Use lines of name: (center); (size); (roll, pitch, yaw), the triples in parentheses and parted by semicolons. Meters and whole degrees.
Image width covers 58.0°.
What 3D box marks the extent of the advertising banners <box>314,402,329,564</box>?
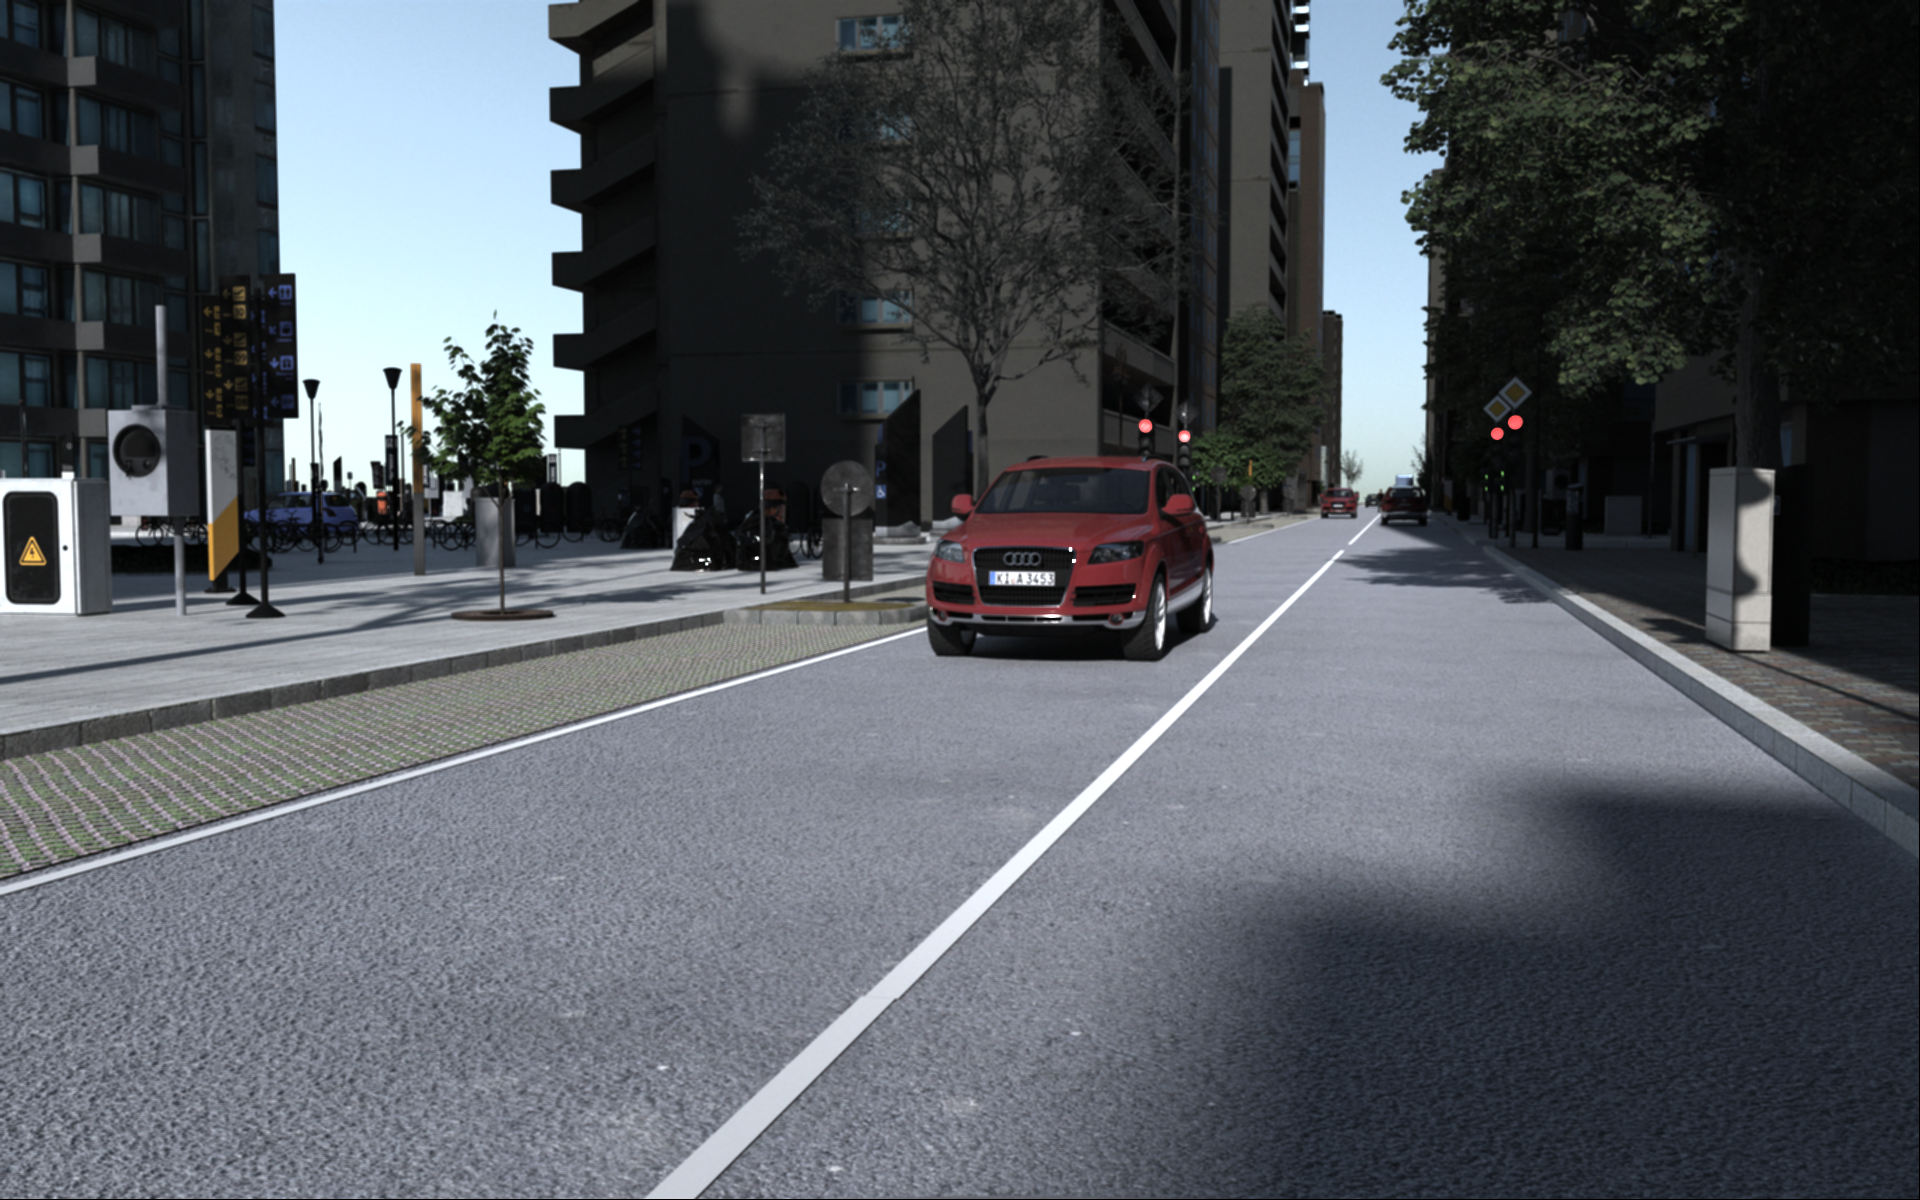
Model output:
advertising banners: (-12.042, -2.227, 32.605); (0.090, 3.025, 2.074); (-1, 4, -18)

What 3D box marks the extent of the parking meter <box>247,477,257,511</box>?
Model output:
parking meter: (-24.662, -3.343, 60.364); (0.255, 1.863, 0.399); (-1, 4, -16)

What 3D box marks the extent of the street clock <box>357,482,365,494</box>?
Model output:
street clock: (-35.149, -5.940, 101.690); (0.471, 2.002, 0.358); (-1, 4, -21)

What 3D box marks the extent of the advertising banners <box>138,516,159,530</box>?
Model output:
advertising banners: (-28.949, -3.991, 61.439); (0.090, 3.025, 2.074); (0, 4, -1)

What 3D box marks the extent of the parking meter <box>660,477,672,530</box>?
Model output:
parking meter: (-9.962, -3.243, 58.734); (0.399, 1.863, 0.255); (-1, 4, -16)

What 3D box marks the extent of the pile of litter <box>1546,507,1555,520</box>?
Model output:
pile of litter: (22.004, -3.172, 65.825); (1.719, 0.858, 1.176); (1, 4, 10)

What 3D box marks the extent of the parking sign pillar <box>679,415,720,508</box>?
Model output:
parking sign pillar: (-8.790, -4.282, 58.487); (1.447, 3.967, 1.447); (1, 4, 13)

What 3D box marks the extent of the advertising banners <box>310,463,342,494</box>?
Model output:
advertising banners: (-35.750, -6.228, 98.014); (0.090, 3.025, 2.074); (3, 5, 45)

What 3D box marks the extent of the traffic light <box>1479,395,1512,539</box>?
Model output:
traffic light: (15.181, -3.681, 49.108); (0.839, 4.253, 0.868); (1, 4, 14)

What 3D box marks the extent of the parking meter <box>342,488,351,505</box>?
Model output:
parking meter: (-27.478, -4.228, 77.542); (0.372, 1.533, 0.369); (0, 3, 0)

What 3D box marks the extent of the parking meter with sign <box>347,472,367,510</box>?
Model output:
parking meter with sign: (-47.783, -8.659, 137.839); (1.738, 3.016, 0.543); (1, 4, 12)

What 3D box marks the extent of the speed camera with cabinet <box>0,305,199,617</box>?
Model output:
speed camera with cabinet: (-9.103, -1.461, 18.227); (2.038, 3.252, 0.660); (1, 4, 11)

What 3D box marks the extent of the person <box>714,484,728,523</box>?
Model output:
person: (-7.086, -2.532, 50.655); (0.466, 1.731, 0.760); (3, 5, 39)

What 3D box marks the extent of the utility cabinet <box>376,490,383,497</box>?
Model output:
utility cabinet: (-33.311, -5.549, 99.403); (0.318, 1.500, 1.173); (-1, 4, -22)

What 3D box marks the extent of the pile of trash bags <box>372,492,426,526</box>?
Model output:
pile of trash bags: (-23.513, -3.807, 71.994); (1.912, 1.369, 3.447); (0, 4, -2)

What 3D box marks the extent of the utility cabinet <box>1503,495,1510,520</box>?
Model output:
utility cabinet: (26.747, -4.480, 84.404); (0.306, 1.237, 1.020); (0, 4, 3)

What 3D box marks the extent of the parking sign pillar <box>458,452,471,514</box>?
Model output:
parking sign pillar: (-29.826, -7.133, 105.103); (1.447, 3.967, 1.447); (2, 4, 29)

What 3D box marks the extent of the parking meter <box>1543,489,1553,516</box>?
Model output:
parking meter: (23.643, -3.745, 69.634); (0.372, 1.533, 0.369); (0, 3, 0)

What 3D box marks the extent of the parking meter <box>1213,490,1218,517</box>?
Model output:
parking meter: (13.664, -5.119, 92.108); (0.372, 1.533, 0.369); (0, 3, 0)

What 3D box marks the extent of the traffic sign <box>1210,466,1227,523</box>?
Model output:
traffic sign: (11.549, -4.727, 77.387); (0.768, 2.556, 0.104); (1, 4, 20)

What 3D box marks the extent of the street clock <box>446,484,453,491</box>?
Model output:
street clock: (-37.320, -7.471, 126.726); (0.358, 2.002, 0.471); (3, 5, 43)

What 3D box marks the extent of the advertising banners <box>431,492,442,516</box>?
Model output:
advertising banners: (-30.252, -6.340, 99.845); (2.074, 3.025, 0.090); (-3, 5, -41)

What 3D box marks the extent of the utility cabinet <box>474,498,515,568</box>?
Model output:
utility cabinet: (-8.206, -1.189, 30.596); (0.306, 1.237, 1.020); (-3, 5, -40)

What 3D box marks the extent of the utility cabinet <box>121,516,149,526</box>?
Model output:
utility cabinet: (-33.067, -3.564, 69.436); (1.020, 1.237, 0.306); (0, 4, 6)

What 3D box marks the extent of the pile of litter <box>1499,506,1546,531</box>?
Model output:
pile of litter: (19.589, -2.873, 60.944); (1.176, 0.858, 1.719); (0, 4, -5)

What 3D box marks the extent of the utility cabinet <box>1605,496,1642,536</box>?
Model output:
utility cabinet: (20.188, -2.541, 52.709); (1.020, 1.237, 0.306); (1, 4, 9)

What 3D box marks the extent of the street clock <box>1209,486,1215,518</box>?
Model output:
street clock: (13.276, -5.294, 91.132); (0.471, 2.002, 0.358); (3, 4, 38)

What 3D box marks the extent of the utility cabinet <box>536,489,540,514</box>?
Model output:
utility cabinet: (-18.798, -4.247, 78.114); (1.173, 1.500, 0.318); (0, 4, 7)

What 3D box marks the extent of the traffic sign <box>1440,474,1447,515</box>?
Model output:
traffic sign: (30.305, -6.597, 107.970); (0.768, 2.556, 0.104); (1, 4, 16)

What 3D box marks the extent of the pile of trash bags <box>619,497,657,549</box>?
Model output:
pile of trash bags: (-6.962, -1.972, 42.000); (1.912, 1.369, 3.447); (0, 4, 7)

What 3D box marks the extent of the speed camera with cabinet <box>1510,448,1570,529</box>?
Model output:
speed camera with cabinet: (21.225, -4.222, 63.361); (2.038, 3.252, 0.660); (0, 4, -7)

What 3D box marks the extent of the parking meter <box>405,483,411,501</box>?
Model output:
parking meter: (-29.061, -5.213, 90.951); (0.399, 1.863, 0.255); (-2, 4, -25)

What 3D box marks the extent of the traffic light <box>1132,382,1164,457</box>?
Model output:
traffic light: (4.714, -3.339, 43.509); (0.839, 4.253, 0.868); (1, 4, 14)

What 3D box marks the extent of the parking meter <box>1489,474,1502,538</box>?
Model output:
parking meter: (15.537, -2.731, 50.371); (0.255, 1.863, 0.399); (1, 4, 15)

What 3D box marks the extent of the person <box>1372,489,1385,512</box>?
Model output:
person: (32.756, -7.726, 134.839); (1.348, 1.822, 0.705); (1, 4, 16)

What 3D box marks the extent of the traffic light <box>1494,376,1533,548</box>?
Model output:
traffic light: (13.209, -3.208, 41.369); (0.839, 4.253, 0.868); (1, 4, 14)

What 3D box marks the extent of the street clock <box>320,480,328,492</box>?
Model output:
street clock: (-32.436, -5.125, 88.362); (0.358, 2.002, 0.471); (0, 4, 4)

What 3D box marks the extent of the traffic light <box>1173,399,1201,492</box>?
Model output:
traffic light: (6.686, -3.812, 51.248); (0.839, 4.253, 0.868); (1, 4, 14)

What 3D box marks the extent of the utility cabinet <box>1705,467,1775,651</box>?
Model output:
utility cabinet: (6.516, -0.354, 14.465); (0.318, 1.500, 1.173); (1, 4, 14)

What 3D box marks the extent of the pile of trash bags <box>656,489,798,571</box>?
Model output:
pile of trash bags: (-3.706, -1.252, 30.231); (1.912, 1.369, 3.447); (1, 4, 11)

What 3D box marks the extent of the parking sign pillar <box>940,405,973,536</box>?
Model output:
parking sign pillar: (-0.221, -3.955, 53.141); (1.447, 3.967, 1.447); (3, 4, 39)

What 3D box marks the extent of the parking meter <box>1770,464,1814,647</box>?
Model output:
parking meter: (7.010, -0.383, 14.679); (0.372, 1.533, 0.369); (0, 3, 0)

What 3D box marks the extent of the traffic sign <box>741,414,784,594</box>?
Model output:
traffic sign: (-2.521, -1.223, 22.126); (0.606, 2.300, 0.079); (1, 4, 20)

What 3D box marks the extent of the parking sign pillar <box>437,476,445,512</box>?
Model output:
parking sign pillar: (-37.144, -8.286, 123.952); (1.447, 3.967, 1.447); (-1, 4, -20)

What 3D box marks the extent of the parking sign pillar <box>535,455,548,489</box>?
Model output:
parking sign pillar: (-28.925, -7.961, 118.634); (1.447, 3.967, 1.447); (-3, 5, -43)

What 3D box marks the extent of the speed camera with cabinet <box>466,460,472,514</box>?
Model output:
speed camera with cabinet: (-28.211, -6.356, 98.258); (0.660, 3.252, 2.038); (-3, 4, -36)

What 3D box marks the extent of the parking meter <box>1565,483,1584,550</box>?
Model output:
parking meter: (14.036, -1.905, 39.553); (0.372, 1.533, 0.369); (0, 3, 0)

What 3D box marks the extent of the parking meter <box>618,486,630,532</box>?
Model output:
parking meter: (-10.861, -2.911, 56.009); (0.372, 1.533, 0.369); (0, 3, 0)

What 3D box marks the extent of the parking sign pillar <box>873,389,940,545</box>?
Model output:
parking sign pillar: (-1.587, -3.411, 44.239); (1.447, 3.967, 1.447); (3, 5, 40)

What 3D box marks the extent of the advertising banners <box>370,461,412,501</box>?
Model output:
advertising banners: (-30.408, -5.897, 92.601); (2.074, 3.025, 0.090); (-1, 4, -21)

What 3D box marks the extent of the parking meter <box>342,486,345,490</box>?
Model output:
parking meter: (-45.988, -7.536, 128.932); (0.399, 1.863, 0.255); (-3, 4, -36)
